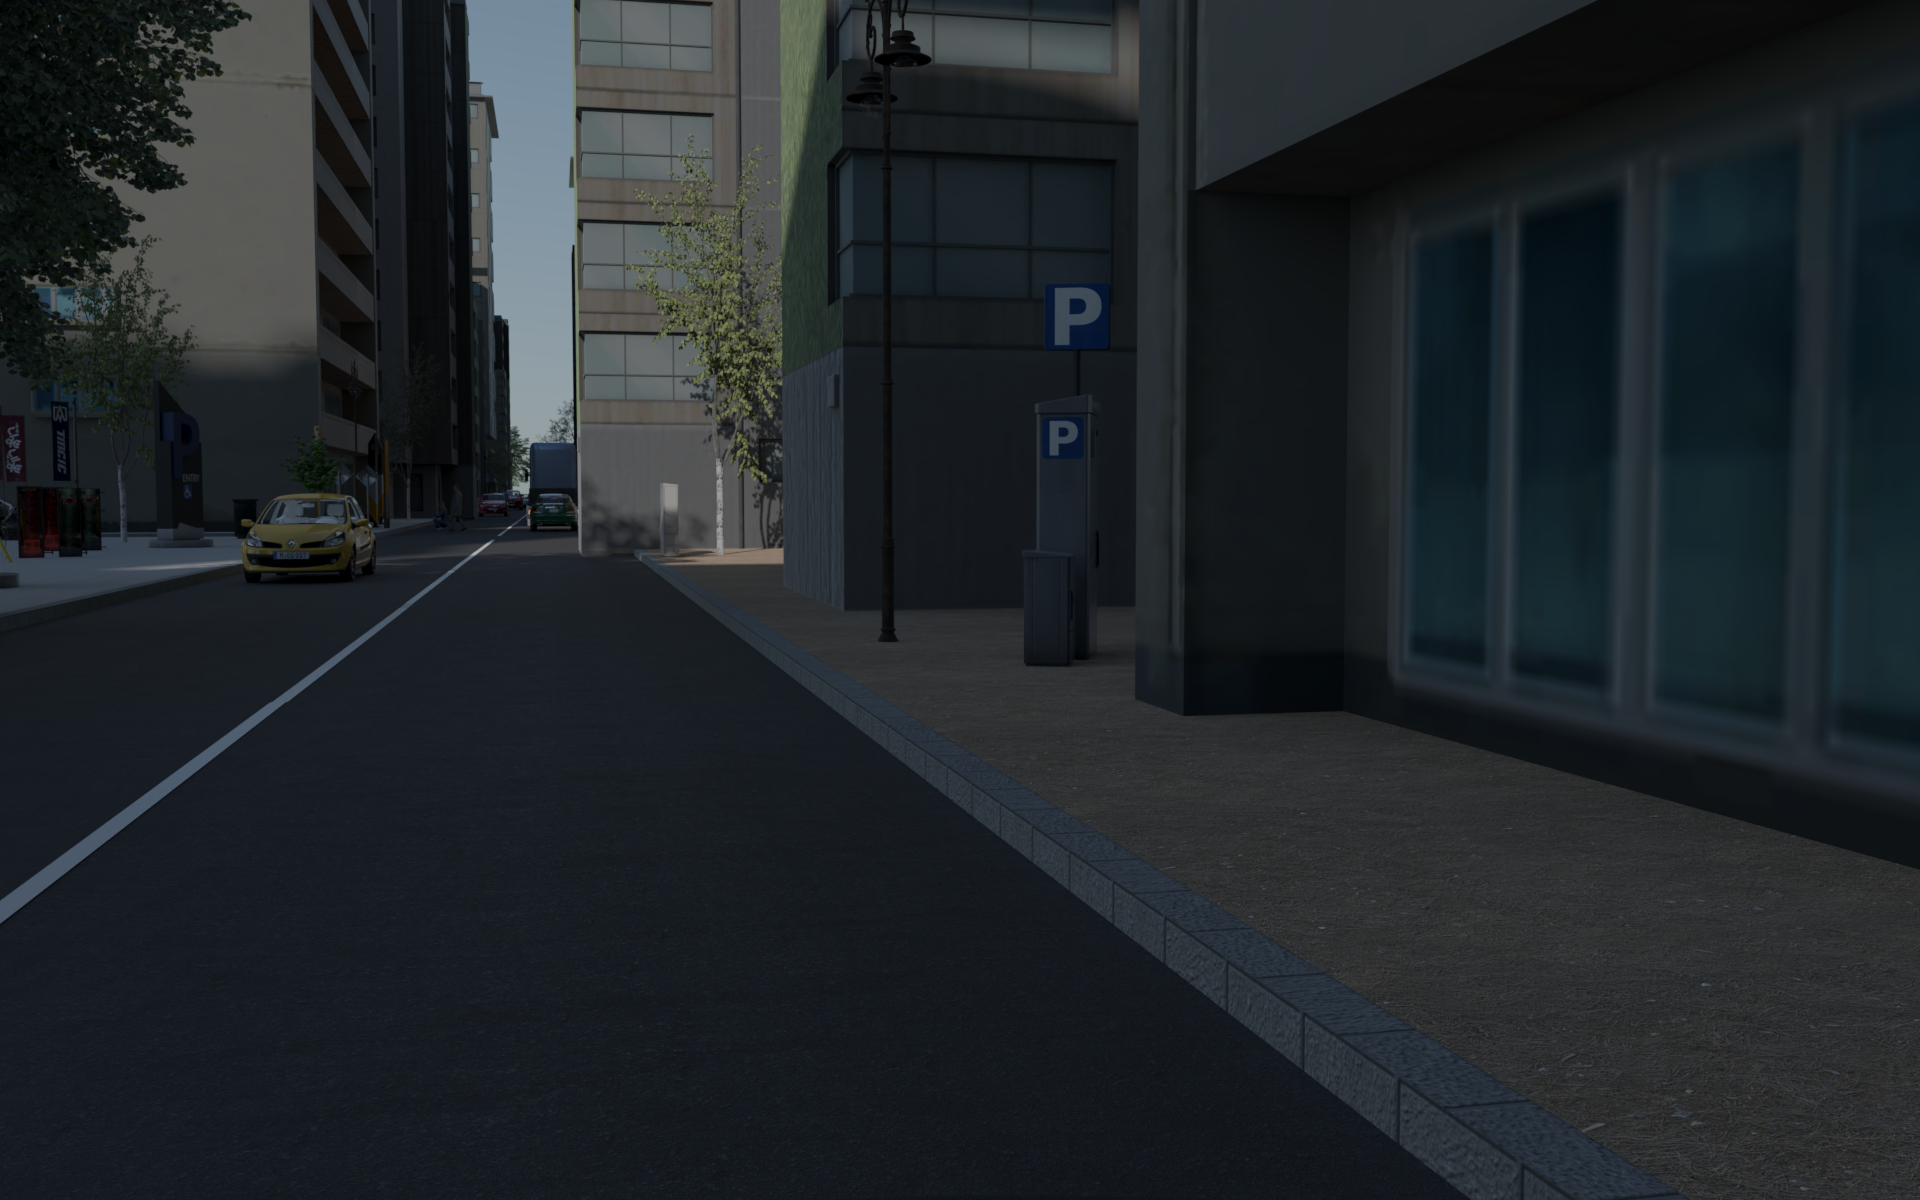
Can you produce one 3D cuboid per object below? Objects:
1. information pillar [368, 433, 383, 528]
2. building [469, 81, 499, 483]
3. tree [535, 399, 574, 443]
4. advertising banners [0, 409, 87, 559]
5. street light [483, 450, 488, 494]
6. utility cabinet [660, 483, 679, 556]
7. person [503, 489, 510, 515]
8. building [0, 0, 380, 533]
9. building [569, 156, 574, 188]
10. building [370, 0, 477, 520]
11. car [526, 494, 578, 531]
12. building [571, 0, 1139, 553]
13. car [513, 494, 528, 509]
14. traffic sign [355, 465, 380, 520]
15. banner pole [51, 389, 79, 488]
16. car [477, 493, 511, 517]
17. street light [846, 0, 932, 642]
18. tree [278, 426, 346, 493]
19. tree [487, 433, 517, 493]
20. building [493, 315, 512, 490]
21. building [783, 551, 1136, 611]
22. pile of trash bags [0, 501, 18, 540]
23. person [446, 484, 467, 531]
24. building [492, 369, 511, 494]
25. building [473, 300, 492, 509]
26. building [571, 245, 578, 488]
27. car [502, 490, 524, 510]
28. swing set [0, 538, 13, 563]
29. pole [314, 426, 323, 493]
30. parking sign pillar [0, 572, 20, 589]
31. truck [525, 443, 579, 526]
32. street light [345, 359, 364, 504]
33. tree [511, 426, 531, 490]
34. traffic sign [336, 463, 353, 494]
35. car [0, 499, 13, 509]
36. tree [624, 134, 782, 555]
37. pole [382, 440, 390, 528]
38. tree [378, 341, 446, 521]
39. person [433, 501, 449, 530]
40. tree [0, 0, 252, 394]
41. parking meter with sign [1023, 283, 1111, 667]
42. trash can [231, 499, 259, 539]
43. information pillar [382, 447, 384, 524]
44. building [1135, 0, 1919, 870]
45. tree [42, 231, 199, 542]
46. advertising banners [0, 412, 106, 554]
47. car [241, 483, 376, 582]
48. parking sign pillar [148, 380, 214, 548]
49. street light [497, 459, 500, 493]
[{"bbox_3d":[-22.435,-4.579,66.218,0.504,3.616,0.183,3,4,39],"label":"information pillar"},{"bbox_3d":[-74.176,-38.763,223.007,28.713,52.752,27.495,-1,4,-13],"label":"building"},{"bbox_3d":[-48.175,-18.778,217.393,12.009,13.543,11.850,0,3,0],"label":"tree"},{"bbox_3d":[-18.617,-2.356,34.705,0.090,3.025,2.074,3,5,40],"label":"advertising banners"},{"bbox_3d":[-47.156,-12.192,172.124,0.468,5.910,1.993,-1,4,-13],"label":"street light"},{"bbox_3d":[-5.967,-1.647,35.610,0.318,1.500,1.173,-1,4,-13],"label":"utility cabinet"},{"bbox_3d":[-29.945,-6.458,114.434,0.444,1.785,0.601,0,4,6],"label":"person"},{"bbox_3d":[-34.516,-27.008,65.278,21.300,48.544,21.600,-1,4,-13],"label":"building"},{"bbox_3d":[-44.791,-41.353,265.356,28.713,52.752,27.495,-1,4,-13],"label":"building"},{"bbox_3d":[-33.620,-19.623,92.542,14.160,30.474,14.107,-1,4,-13],"label":"building"},{"bbox_3d":[-15.997,-3.452,68.233,2.131,1.459,4.920,-1,4,-13],"label":"car"},{"bbox_3d":[-3.436,-22.220,46.884,14.154,41.232,14.086,-1,4,-13],"label":"building"},{"bbox_3d":[-42.693,-9.803,169.075,1.959,1.807,4.718,-1,4,-15],"label":"car"},{"bbox_3d":[-20.263,-3.402,59.270,0.795,2.450,0.064,-1,4,-13],"label":"traffic sign"},{"bbox_3d":[-21.256,-3.135,41.267,0.401,3.779,0.863,2,4,25],"label":"banner pole"},{"bbox_3d":[-29.844,-6.223,110.781,2.155,1.783,4.494,-1,4,-14],"label":"car"},{"bbox_3d":[-0.626,-2.575,14.895,0.468,5.910,1.993,-1,4,-13],"label":"street light"},{"bbox_3d":[-18.322,-3.360,49.538,1.663,3.219,1.824,0,3,0],"label":"tree"},{"bbox_3d":[-55.290,-15.740,207.717,4.360,8.622,3.978,0,3,0],"label":"tree"},{"bbox_3d":[-78.452,-30.699,273.635,14.160,30.474,14.107,-1,4,-13],"label":"building"},{"bbox_3d":[4.002,-20.941,25.982,14.154,41.232,14.086,-1,4,-13],"label":"building"},{"bbox_3d":[-27.578,-2.315,47.609,3.447,1.369,1.912,-3,5,-42],"label":"pile of trash bags"},{"bbox_3d":[-19.478,-3.571,66.981,0.767,1.812,0.694,-1,4,-10],"label":"person"},{"bbox_3d":[-79.912,-24.862,251.525,27.650,21.520,28.899,-1,4,-13],"label":"building"},{"bbox_3d":[-59.453,-19.471,163.390,27.650,21.520,28.899,-1,4,-13],"label":"building"},{"bbox_3d":[-38.231,-26.385,203.090,14.160,30.474,14.107,-1,4,-13],"label":"building"},{"bbox_3d":[-40.442,-9.013,156.032,2.281,1.827,5.304,-1,4,-13],"label":"car"},{"bbox_3d":[-19.021,-2.036,30.911,2.862,2.851,3.119,0,4,-6],"label":"swing set"},{"bbox_3d":[-19.194,-3.549,51.866,0.158,3.312,0.155,0,3,0],"label":"pole"},{"bbox_3d":[-13.690,-2.148,23.584,1.447,3.967,1.447,-2,4,-32],"label":"parking sign pillar"},{"bbox_3d":[-19.925,-5.822,84.955,2.967,4.110,18.799,-1,4,-13],"label":"truck"},{"bbox_3d":[-20.735,-5.302,59.470,0.468,5.910,1.993,-1,4,-13],"label":"street light"},{"bbox_3d":[-74.415,-22.582,287.343,7.486,12.596,7.792,0,3,0],"label":"tree"},{"bbox_3d":[-18.440,-2.927,51.495,0.795,2.450,0.064,-1,4,-13],"label":"traffic sign"},{"bbox_3d":[-29.975,-2.623,53.111,3.980,1.641,2.015,-1,4,-11],"label":"car"},{"bbox_3d":[-4.829,-5.259,36.351,4.737,8.622,4.395,0,3,0],"label":"tree"},{"bbox_3d":[-21.468,-4.340,64.795,0.158,3.312,0.155,0,3,0],"label":"pole"},{"bbox_3d":[-26.760,-8.125,83.211,4.360,8.622,3.978,0,3,0],"label":"tree"},{"bbox_3d":[-20.795,-3.370,69.093,0.738,1.151,1.012,0,4,-2],"label":"person"},{"bbox_3d":[-11.018,-6.704,16.271,9.857,13.997,8.962,0,3,0],"label":"tree"},{"bbox_3d":[0.823,-1.061,13.617,0.543,3.016,1.738,1,4,10],"label":"parking meter with sign"},{"bbox_3d":[-20.452,-2.319,49.565,0.748,1.137,0.748,0,3,0],"label":"trash can"},{"bbox_3d":[-24.520,-5.014,73.333,0.183,3.616,0.504,-3,4,-36],"label":"information pillar"},{"bbox_3d":[13.857,-23.111,1.569,21.300,48.544,21.600,-1,4,-13],"label":"building"},{"bbox_3d":[-22.208,-5.834,45.751,4.737,8.622,4.395,0,3,0],"label":"tree"},{"bbox_3d":[-20.358,-2.610,38.857,2.074,3.025,0.090,-2,4,-29],"label":"advertising banners"},{"bbox_3d":[-11.020,-1.175,29.431,2.015,1.641,3.980,-1,4,-11],"label":"car"},{"bbox_3d":[-18.801,-3.255,41.696,1.447,3.967,1.447,0,4,8],"label":"parking sign pillar"},{"bbox_3d":[-57.271,-14.828,215.219,0.468,5.910,1.993,-1,4,-13],"label":"street light"}]
